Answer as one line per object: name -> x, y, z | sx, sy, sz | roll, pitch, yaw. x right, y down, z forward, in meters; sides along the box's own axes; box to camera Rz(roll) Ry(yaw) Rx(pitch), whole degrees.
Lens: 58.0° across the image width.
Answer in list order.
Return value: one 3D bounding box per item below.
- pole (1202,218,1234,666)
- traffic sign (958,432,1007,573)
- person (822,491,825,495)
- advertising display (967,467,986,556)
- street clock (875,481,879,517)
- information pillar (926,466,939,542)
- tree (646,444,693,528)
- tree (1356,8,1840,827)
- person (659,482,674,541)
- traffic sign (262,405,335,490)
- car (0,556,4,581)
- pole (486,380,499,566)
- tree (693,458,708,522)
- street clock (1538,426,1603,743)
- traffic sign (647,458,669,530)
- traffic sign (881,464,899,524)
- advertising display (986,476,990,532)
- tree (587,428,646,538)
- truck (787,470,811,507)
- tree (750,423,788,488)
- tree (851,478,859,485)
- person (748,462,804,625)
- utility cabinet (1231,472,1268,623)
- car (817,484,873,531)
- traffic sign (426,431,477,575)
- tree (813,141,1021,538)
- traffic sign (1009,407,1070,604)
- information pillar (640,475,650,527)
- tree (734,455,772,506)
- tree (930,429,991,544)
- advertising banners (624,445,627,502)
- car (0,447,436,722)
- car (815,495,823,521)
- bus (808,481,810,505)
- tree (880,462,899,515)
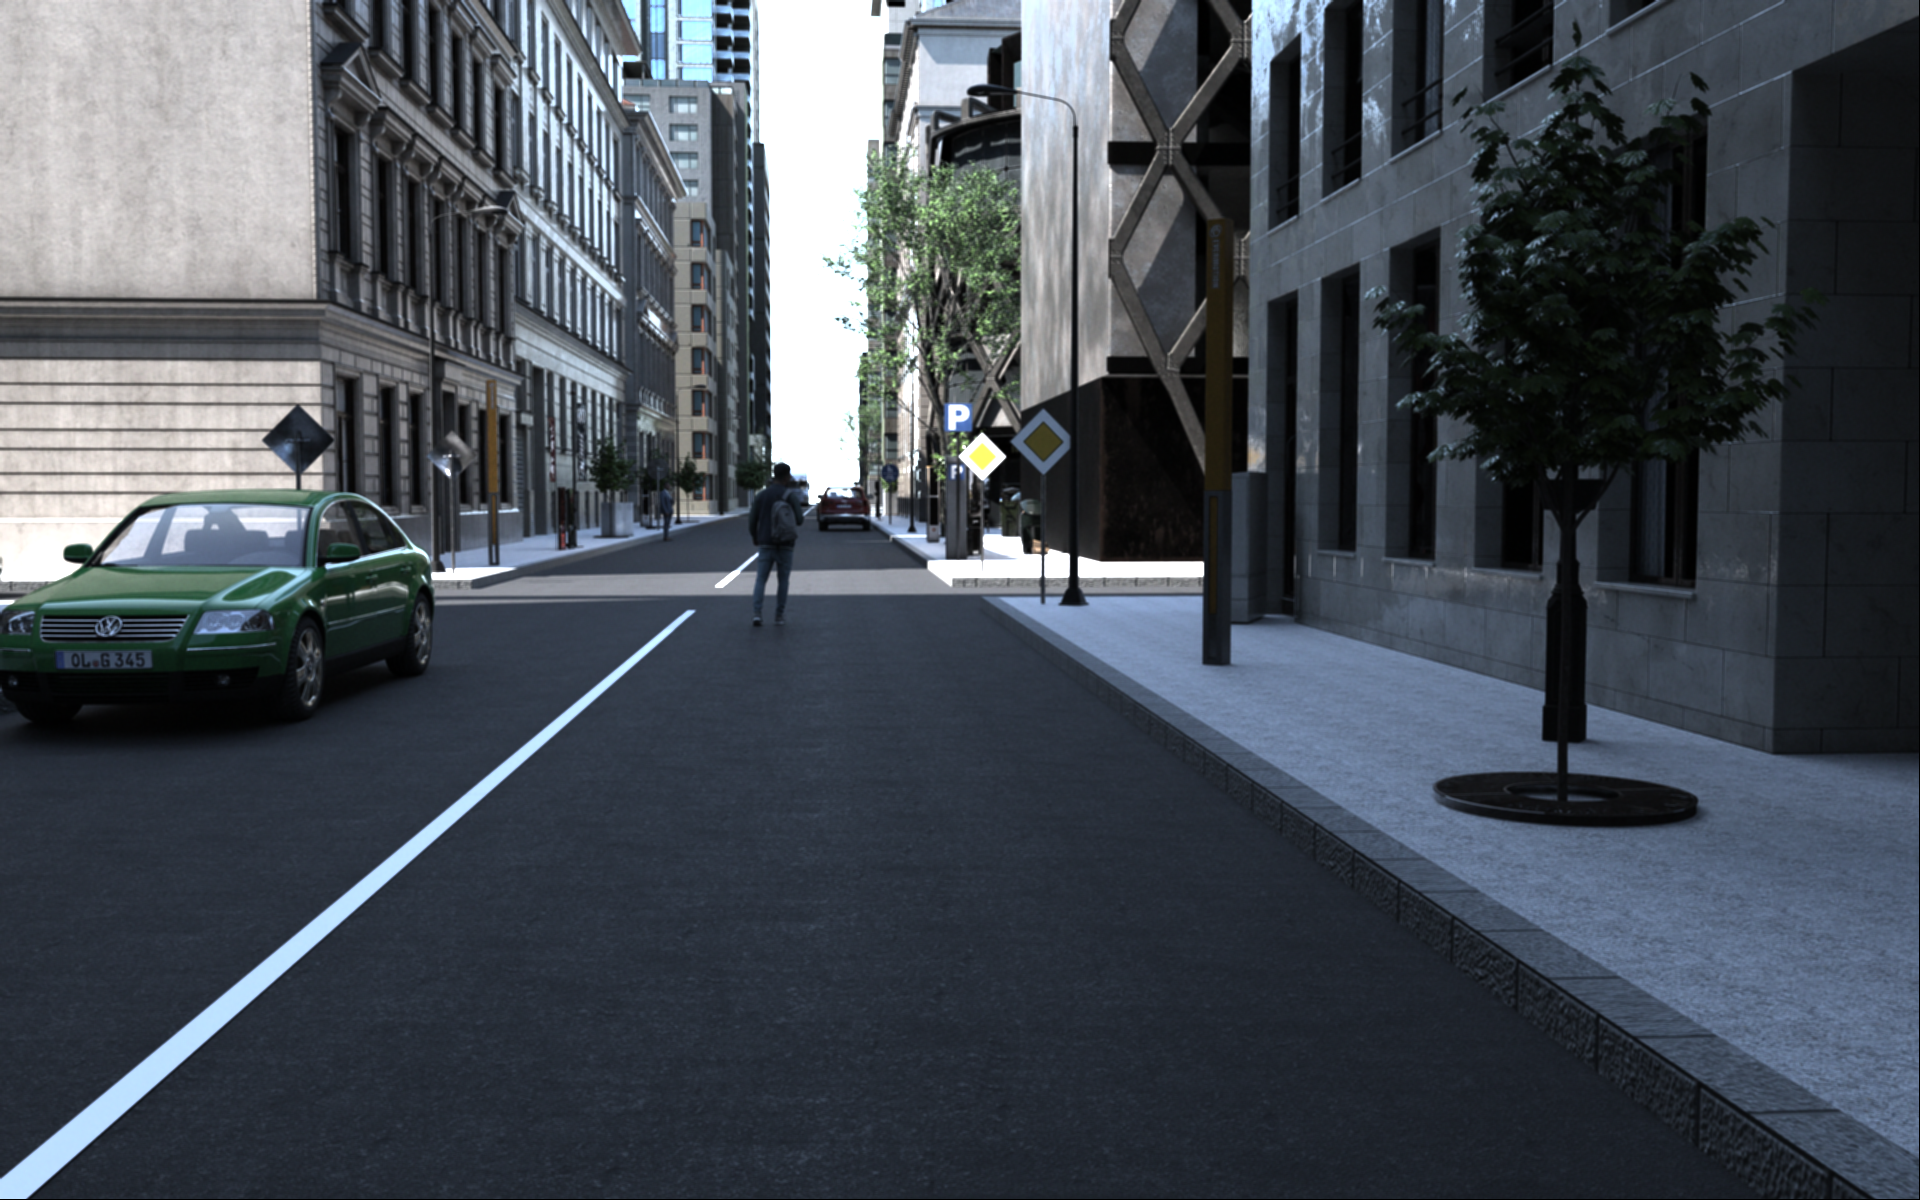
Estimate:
pole -> 1.933, -1.169, 12.951 | 0.158, 3.312, 0.155 | 0, 3, 0
traffic sign -> 0.360, -1.498, 28.132 | 0.795, 2.450, 0.064 | 0, 4, -4
person -> -16.176, -12.145, 207.037 | 1.348, 1.831, 0.705 | 0, 4, -1
advertising display -> 0.279, -1.886, 36.047 | 0.123, 1.923, 0.974 | 1, 4, 19
street clock -> -4.538, -5.542, 95.176 | 0.358, 2.002, 0.471 | 0, 4, 2
information pillar -> -0.719, -2.538, 45.996 | 0.304, 2.012, 0.304 | -1, 4, -12
tree -> -11.430, -4.377, 66.164 | 1.663, 3.219, 1.824 | 0, 3, 0
tree -> 2.369, -0.760, 7.034 | 1.663, 3.219, 1.824 | 0, 3, 0
person -> -9.058, -2.737, 53.439 | 0.419, 1.800, 0.721 | 0, 4, 5
traffic sign -> -7.456, -0.973, 19.552 | 0.795, 2.450, 0.064 | 0, 4, -4
car -> -15.792, -0.732, 23.760 | 4.920, 1.459, 2.131 | 0, 4, -4
pole -> -8.389, -2.277, 31.077 | 0.158, 3.312, 0.155 | 0, 3, 0
tree -> -12.254, -5.150, 78.802 | 1.663, 3.219, 1.824 | 0, 3, 0
street clock -> 3.153, -0.270, 8.978 | 0.358, 2.002, 0.471 | 2, 4, 30
traffic sign -> -10.754, -3.765, 61.667 | 0.768, 2.556, 0.104 | 0, 4, -1
traffic sign -> -2.945, -4.463, 73.073 | 0.768, 2.556, 0.104 | 0, 4, 4
advertising display -> 0.531, -3.213, 57.743 | 0.974, 1.923, 0.123 | -1, 4, -16
tree -> -10.238, -3.439, 50.834 | 1.663, 3.219, 1.824 | 0, 3, 0
truck -> -18.641, -12.791, 198.884 | 2.967, 4.110, 18.799 | 0, 4, -5
tree -> -19.781, -13.946, 178.383 | 4.360, 8.622, 3.978 | 0, 3, 0
tree -> -12.416, -12.894, 205.412 | 1.663, 3.219, 1.824 | 0, 3, 0
person -> -2.019, -0.623, 19.028 | 0.623, 1.781, 0.721 | 0, 4, -3
utility cabinet -> 2.871, -0.544, 17.571 | 0.318, 1.500, 1.173 | 1, 4, 19
car -> -4.602, -3.707, 69.286 | 2.281, 1.827, 5.304 | 0, 4, -3
traffic sign -> -8.062, -1.460, 27.514 | 0.795, 2.450, 0.064 | 0, 4, -4
tree -> -0.505, -7.689, 51.476 | 9.928, 11.665, 9.643 | 0, 3, 0
traffic sign -> 0.965, -1.011, 20.170 | 0.795, 2.450, 0.064 | 0, 4, -4
information pillar -> -12.391, -3.886, 68.035 | 0.304, 2.012, 0.304 | -2, 4, -27
tree -> -17.444, -9.894, 145.481 | 4.285, 4.588, 4.351 | 0, 3, 0
tree -> -0.026, -3.034, 44.209 | 1.663, 3.219, 1.824 | 0, 3, 0
advertising banners -> -10.651, -3.609, 55.193 | 0.090, 3.025, 2.074 | -1, 4, -10
car -> -5.068, -0.215, 12.316 | 1.959, 1.807, 4.718 | 0, 4, -3
car -> -6.797, -5.090, 93.014 | 2.009, 1.686, 4.222 | 0, 4, -3
bus -> -20.371, -13.739, 219.484 | 2.948, 3.499, 13.247 | 0, 4, -4
tree -> -4.221, -6.745, 104.884 | 1.663, 3.219, 1.824 | 0, 3, 0
